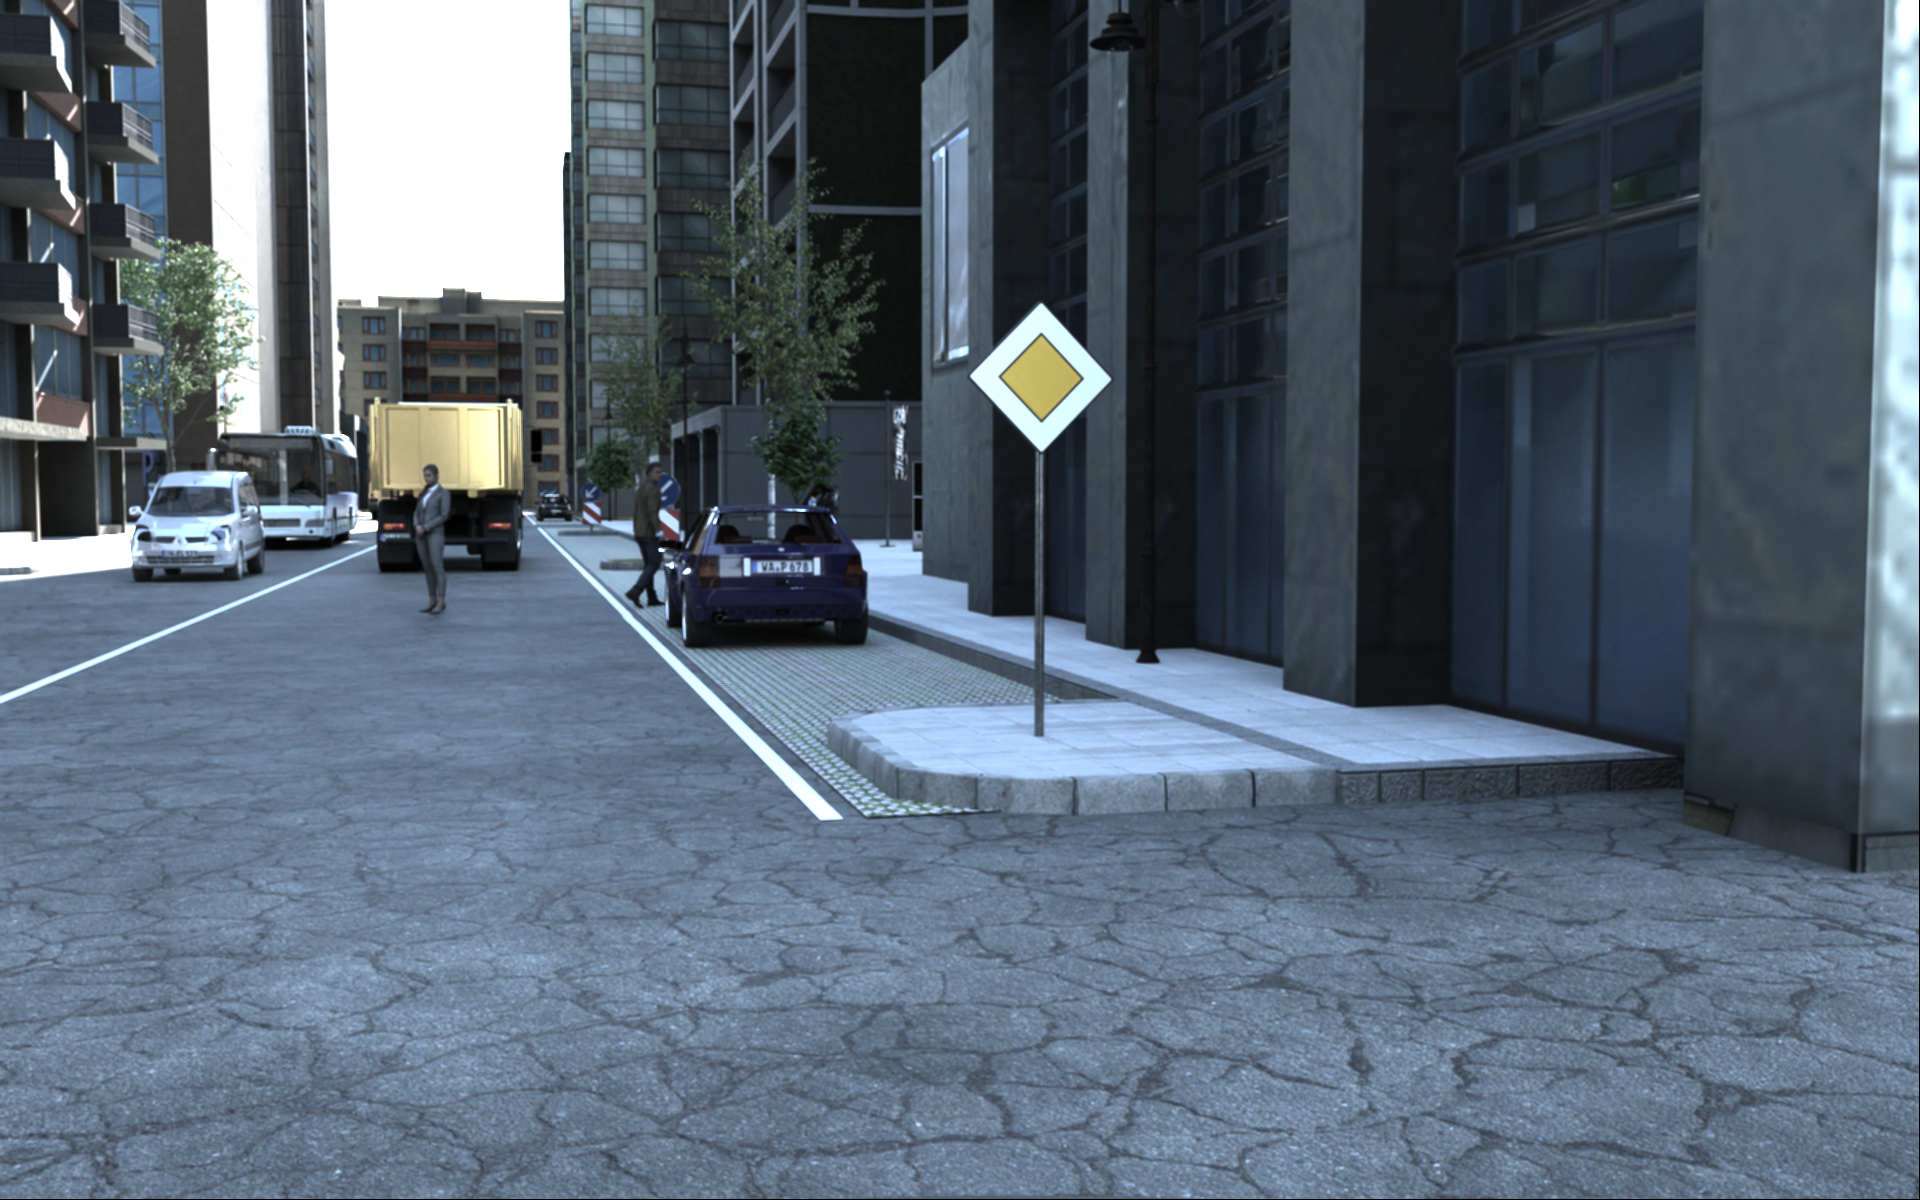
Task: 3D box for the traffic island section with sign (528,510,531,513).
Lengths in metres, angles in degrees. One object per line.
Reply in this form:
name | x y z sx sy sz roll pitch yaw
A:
traffic island section with sign | -32.431 -7.679 134.180 1.989 1.847 2.006 -1 4 -15

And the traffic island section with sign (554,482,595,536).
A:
traffic island section with sign | -12.894 -3.136 59.901 1.989 1.847 2.006 -1 4 -15

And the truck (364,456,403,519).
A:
truck | -32.879 -6.872 101.270 2.839 4.237 11.283 -1 4 -13

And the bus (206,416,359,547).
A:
bus | -18.836 -3.312 49.018 2.948 3.499 13.247 -1 4 -15

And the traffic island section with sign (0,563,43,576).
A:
traffic island section with sign | -17.509 -1.352 30.735 1.989 1.847 2.006 -1 4 -15

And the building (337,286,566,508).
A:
building | -49.796 -20.147 174.446 28.899 21.520 27.650 -1 4 -15

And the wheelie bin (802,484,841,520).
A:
wheelie bin | -2.644 -1.543 33.140 0.693 1.594 0.980 0 4 1

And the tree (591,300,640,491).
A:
tree | -12.247 -7.117 66.726 4.737 8.622 4.395 0 3 0

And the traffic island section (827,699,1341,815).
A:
traffic island section | 0.437 0.801 9.192 2.009 0.180 2.903 -1 4 -15

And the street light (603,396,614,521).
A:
street light | -16.529 -6.653 81.559 0.468 5.910 1.993 -1 4 -15

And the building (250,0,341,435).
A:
building | -51.108 -26.663 119.538 14.154 41.232 14.086 -1 4 -15

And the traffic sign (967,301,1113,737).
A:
traffic sign | 0.416 -0.334 9.109 0.795 2.450 0.064 -1 4 -15

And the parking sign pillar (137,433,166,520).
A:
parking sign pillar | -35.096 -5.321 75.469 1.447 3.967 1.447 3 5 41

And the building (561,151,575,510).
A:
building | -27.246 -23.150 150.195 14.160 30.474 14.107 -1 4 -15

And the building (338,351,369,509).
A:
building | -64.370 -50.331 135.591 31.000 86.520 22.319 -1 4 -15

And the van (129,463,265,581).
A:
van | -13.103 -1.398 29.872 2.013 2.044 4.112 -1 4 -15

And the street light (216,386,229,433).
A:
street light | -31.465 -6.205 74.236 0.468 5.910 1.993 -1 4 -15

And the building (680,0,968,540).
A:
building | 2.174 -37.566 52.452 20.563 71.187 20.611 -1 4 -15

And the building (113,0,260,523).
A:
building | -42.090 -26.441 82.422 14.600 45.320 14.200 -1 4 -15

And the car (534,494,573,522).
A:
car | -21.322 -4.965 90.958 2.009 1.686 4.222 -1 4 -16

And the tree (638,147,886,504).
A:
tree | -3.880 -5.341 37.685 4.737 8.622 4.395 0 3 0

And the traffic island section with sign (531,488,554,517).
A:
traffic island section with sign | -25.522 -6.073 107.922 1.989 1.847 2.006 -1 4 -15

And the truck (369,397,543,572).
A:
truck | -10.362 -2.432 35.688 3.469 3.379 9.791 -1 4 -14

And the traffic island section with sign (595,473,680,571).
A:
traffic island section with sign | -5.877 -1.503 33.203 1.989 1.847 2.006 -1 4 -15

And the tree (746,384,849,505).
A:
tree | -2.761 -2.205 30.651 1.663 3.219 1.824 0 3 0

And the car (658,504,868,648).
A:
car | -2.043 -0.305 17.560 1.945 1.354 3.894 -1 4 -13

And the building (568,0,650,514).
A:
building | -23.476 -27.689 136.308 14.154 41.232 14.086 -1 4 -15

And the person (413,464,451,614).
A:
person | -6.413 -0.740 20.870 0.520 1.790 0.573 1 4 12

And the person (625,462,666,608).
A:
person | -3.917 -0.820 21.820 0.656 1.842 0.836 2 4 26

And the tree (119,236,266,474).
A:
tree | -30.503 -8.610 66.525 9.928 11.665 9.643 0 3 0

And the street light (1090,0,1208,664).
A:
street light | 1.432 -2.460 13.015 0.468 5.910 1.993 -1 4 -15

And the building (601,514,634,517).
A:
building | -15.152 -25.603 102.206 14.154 41.232 14.086 -1 4 -15

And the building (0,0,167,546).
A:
building | -34.256 -23.840 44.406 22.147 44.769 28.867 -1 4 -15

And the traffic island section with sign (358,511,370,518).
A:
traffic island section with sign | -36.929 -5.871 104.617 1.989 1.847 2.006 -1 4 -15

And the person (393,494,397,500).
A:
person | -26.391 -4.261 81.407 0.421 1.427 0.697 3 4 38

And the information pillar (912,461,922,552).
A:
information pillar | -0.892 -2.092 38.703 0.304 2.012 0.304 0 4 7

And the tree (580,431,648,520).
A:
tree | -17.331 -6.338 87.333 4.285 4.588 4.351 0 3 0

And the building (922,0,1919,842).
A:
building | 15.548 -43.176 18.594 31.000 86.520 22.319 -1 4 -15

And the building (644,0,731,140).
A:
building | -7.082 -18.700 77.439 14.160 30.474 14.107 -1 4 -15

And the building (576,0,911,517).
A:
building | -15.933 -41.635 118.990 20.563 71.187 20.611 -1 4 -15

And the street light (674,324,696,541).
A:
street light | -7.500 -4.559 47.331 0.468 5.910 1.993 -1 4 -15

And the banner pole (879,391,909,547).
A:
banner pole | -1.585 -3.189 42.156 0.863 3.779 0.401 -3 5 -40

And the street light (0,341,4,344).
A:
street light | -22.439 -4.106 39.918 0.468 5.910 1.993 -1 4 -15

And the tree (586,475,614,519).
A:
tree | -18.535 -5.859 90.404 1.663 3.219 1.824 0 3 0
